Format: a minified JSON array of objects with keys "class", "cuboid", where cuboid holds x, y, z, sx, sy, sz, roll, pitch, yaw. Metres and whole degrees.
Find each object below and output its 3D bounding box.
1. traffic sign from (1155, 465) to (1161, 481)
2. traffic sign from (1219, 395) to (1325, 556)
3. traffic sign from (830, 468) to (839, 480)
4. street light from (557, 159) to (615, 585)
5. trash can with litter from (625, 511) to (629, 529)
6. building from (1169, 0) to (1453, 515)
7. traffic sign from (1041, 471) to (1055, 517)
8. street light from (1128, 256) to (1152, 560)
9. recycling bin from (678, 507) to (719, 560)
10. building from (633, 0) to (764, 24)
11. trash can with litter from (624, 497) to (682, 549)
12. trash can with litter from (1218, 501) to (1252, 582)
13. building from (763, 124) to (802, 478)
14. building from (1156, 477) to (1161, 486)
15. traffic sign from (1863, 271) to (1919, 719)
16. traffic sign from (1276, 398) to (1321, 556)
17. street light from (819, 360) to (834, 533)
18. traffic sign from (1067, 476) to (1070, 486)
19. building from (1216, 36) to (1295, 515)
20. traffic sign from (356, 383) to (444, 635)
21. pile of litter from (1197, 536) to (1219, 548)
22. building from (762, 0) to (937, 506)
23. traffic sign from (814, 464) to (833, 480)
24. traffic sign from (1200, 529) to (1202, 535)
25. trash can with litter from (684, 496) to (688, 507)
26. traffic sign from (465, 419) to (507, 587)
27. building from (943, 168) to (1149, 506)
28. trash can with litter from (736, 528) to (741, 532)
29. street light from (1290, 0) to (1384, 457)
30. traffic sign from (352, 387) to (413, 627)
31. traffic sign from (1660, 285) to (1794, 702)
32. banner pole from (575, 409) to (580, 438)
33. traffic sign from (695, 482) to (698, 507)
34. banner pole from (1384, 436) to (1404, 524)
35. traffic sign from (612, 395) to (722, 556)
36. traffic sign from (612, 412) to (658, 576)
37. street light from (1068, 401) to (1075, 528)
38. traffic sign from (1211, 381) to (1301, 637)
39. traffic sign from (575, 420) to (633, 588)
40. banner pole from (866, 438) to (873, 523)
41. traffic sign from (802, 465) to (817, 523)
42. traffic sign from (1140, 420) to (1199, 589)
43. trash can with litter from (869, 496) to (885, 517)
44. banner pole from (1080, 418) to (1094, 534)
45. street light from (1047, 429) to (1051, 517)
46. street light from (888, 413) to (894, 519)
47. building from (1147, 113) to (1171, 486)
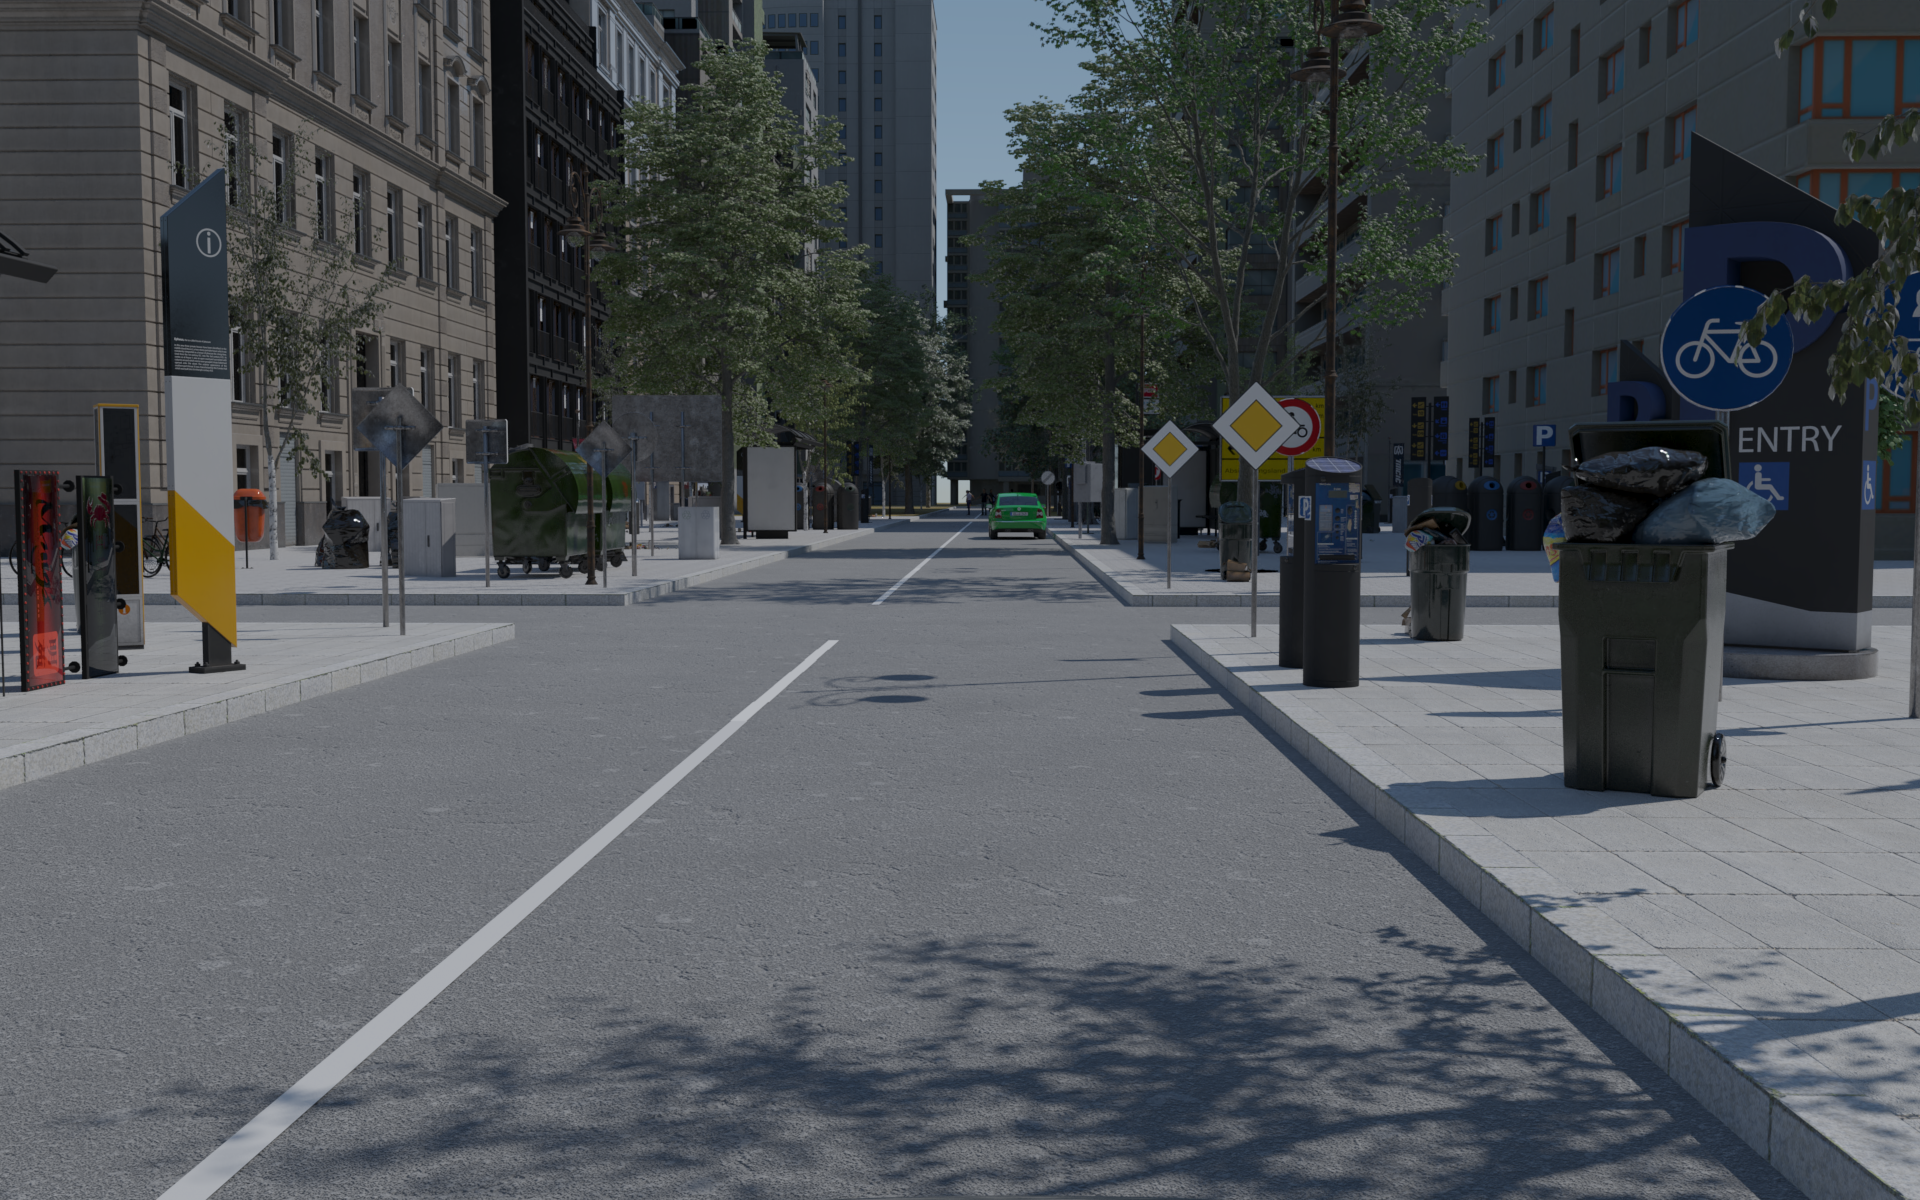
[{"class":"traffic sign","cuboid":[7.459,-4.093,67.020,0.768,2.556,0.104,1,4,9]},{"class":"traffic sign","cuboid":[6.510,-2.568,35.855,2.265,3.308,0.079,0,4,3]},{"class":"traffic sign","cuboid":[-5.714,-4.679,77.679,0.795,2.450,0.064,0,4,7]},{"class":"street light","cuboid":[-5.219,-3.153,24.344,0.468,5.910,1.993,0,4,1]},{"class":"trash can with litter","cuboid":[-12.310,-3.184,63.454,0.624,1.170,1.055,-2,4,-31]},{"class":"building","cuboid":[27.493,-30.994,130.461,21.300,48.544,21.600,0,4,1]},{"class":"traffic sign","cuboid":[4.857,-5.848,95.721,0.768,2.556,0.104,0,4,8]},{"class":"street light","cuboid":[3.548,-3.731,33.790,0.468,5.910,1.993,0,4,1]},{"class":"recycling bin","cuboid":[-5.149,-1.321,34.156,0.722,1.027,0.722,0,4,0]},{"class":"building","cuboid":[-21.390,-26.690,119.978,14.154,41.232,14.086,0,4,1]},{"class":"trash can with litter","cuboid":[-7.628,-1.825,40.889,1.678,1.210,2.233,-1,4,-17]},{"class":"trash can with litter","cuboid":[4.159,-0.872,25.648,0.624,1.170,1.055,0,4,2]},{"class":"building","cuboid":[-20.150,-22.202,134.699,14.160,30.474,14.107,0,4,1]},{"class":"building","cuboid":[28.429,-43.582,150.818,20.563,71.187,20.611,0,4,1]},{"class":"traffic sign","cuboid":[5.485,-0.596,9.852,0.768,2.556,0.104,0,4,7]},{"class":"traffic sign","cuboid":[4.402,-1.405,23.072,0.768,2.556,0.104,0,4,5]},{"class":"street light","cuboid":[-4.403,-5.124,56.562,0.468,5.910,1.993,0,4,1]},{"class":"traffic sign","cuboid":[6.096,-5.697,95.270,0.606,2.300,0.079,0,4,5]},{"class":"building","cuboid":[23.656,-20.892,113.283,14.160,30.474,14.107,0,4,1]},{"class":"traffic sign","cuboid":[-5.061,-0.736,15.677,0.795,2.450,0.064,0,4,1]},{"class":"pile of litter","cuboid":[6.237,-1.669,41.253,1.176,0.858,1.719,0,4,2]},{"class":"building","cuboid":[-16.853,-40.433,203.073,28.212,58.520,21.231,0,4,1]},{"class":"traffic sign","cuboid":[-5.549,-4.295,70.329,0.768,2.556,0.104,0,4,3]},{"class":"traffic sign","cuboid":[7.582,-3.328,54.415,0.884,2.594,0.081,0,4,2]},{"class":"trash can with litter","cuboid":[-11.175,-3.499,68.261,1.678,1.210,2.233,2,4,28]},{"class":"traffic sign","cuboid":[-6.495,-1.323,23.764,0.606,2.300,0.079,1,4,11]},{"class":"building","cuboid":[10.180,-31.586,208.308,23.993,40.220,32.217,0,4,1]},{"class":"trash can with litter","cuboid":[-6.853,-2.899,58.453,2.233,1.210,1.678,-2,4,-28]},{"class":"street light","cuboid":[3.005,-2.522,14.016,0.468,5.910,1.993,0,4,1]},{"class":"traffic sign","cuboid":[-5.534,-0.887,16.636,0.606,2.300,0.079,0,4,5]},{"class":"traffic sign","cuboid":[4.678,-0.645,10.654,0.768,2.556,0.104,1,4,10]},{"class":"banner pole","cuboid":[-11.222,-3.728,50.964,0.401,3.779,0.863,-1,4,-14]},{"class":"traffic sign","cuboid":[-5.498,-2.083,36.179,0.606,2.300,0.079,1,4,11]},{"class":"banner pole","cuboid":[18.788,-5.191,74.884,0.863,3.779,0.401,2,4,27]},{"class":"traffic sign","cuboid":[-6.026,-2.555,35.643,2.265,3.308,0.079,0,4,2]},{"class":"traffic sign","cuboid":[-5.085,-1.643,26.975,0.768,2.556,0.104,0,4,8]},{"class":"street light","cuboid":[4.300,-5.700,65.977,0.468,5.910,1.993,0,4,1]},{"class":"traffic sign","cuboid":[2.630,-0.723,15.463,0.795,2.450,0.064,0,4,1]},{"class":"traffic sign","cuboid":[-4.859,-1.224,23.660,0.795,2.450,0.064,0,4,1]},{"class":"banner pole","cuboid":[-4.039,-5.349,77.467,0.401,3.779,0.863,1,4,20]},{"class":"traffic sign","cuboid":[-6.521,-4.625,75.731,0.768,2.556,0.104,1,4,9]},{"class":"traffic sign","cuboid":[2.832,-1.211,23.445,0.795,2.450,0.064,0,4,1]},{"class":"trash can with litter","cuboid":[-5.447,-5.229,96.550,2.233,1.210,1.678,2,4,31]},{"class":"banner pole","cuboid":[4.019,-4.006,55.521,0.401,3.779,0.863,2,4,29]},{"class":"street light","cuboid":[5.099,-7.669,98.171,0.468,5.910,1.993,0,4,1]},{"class":"street light","cuboid":[-3.615,-7.118,89.169,0.468,5.910,1.993,0,4,1]},{"class":"building","cuboid":[29.055,-33.583,199.187,14.200,45.320,14.600,0,4,1]}]
